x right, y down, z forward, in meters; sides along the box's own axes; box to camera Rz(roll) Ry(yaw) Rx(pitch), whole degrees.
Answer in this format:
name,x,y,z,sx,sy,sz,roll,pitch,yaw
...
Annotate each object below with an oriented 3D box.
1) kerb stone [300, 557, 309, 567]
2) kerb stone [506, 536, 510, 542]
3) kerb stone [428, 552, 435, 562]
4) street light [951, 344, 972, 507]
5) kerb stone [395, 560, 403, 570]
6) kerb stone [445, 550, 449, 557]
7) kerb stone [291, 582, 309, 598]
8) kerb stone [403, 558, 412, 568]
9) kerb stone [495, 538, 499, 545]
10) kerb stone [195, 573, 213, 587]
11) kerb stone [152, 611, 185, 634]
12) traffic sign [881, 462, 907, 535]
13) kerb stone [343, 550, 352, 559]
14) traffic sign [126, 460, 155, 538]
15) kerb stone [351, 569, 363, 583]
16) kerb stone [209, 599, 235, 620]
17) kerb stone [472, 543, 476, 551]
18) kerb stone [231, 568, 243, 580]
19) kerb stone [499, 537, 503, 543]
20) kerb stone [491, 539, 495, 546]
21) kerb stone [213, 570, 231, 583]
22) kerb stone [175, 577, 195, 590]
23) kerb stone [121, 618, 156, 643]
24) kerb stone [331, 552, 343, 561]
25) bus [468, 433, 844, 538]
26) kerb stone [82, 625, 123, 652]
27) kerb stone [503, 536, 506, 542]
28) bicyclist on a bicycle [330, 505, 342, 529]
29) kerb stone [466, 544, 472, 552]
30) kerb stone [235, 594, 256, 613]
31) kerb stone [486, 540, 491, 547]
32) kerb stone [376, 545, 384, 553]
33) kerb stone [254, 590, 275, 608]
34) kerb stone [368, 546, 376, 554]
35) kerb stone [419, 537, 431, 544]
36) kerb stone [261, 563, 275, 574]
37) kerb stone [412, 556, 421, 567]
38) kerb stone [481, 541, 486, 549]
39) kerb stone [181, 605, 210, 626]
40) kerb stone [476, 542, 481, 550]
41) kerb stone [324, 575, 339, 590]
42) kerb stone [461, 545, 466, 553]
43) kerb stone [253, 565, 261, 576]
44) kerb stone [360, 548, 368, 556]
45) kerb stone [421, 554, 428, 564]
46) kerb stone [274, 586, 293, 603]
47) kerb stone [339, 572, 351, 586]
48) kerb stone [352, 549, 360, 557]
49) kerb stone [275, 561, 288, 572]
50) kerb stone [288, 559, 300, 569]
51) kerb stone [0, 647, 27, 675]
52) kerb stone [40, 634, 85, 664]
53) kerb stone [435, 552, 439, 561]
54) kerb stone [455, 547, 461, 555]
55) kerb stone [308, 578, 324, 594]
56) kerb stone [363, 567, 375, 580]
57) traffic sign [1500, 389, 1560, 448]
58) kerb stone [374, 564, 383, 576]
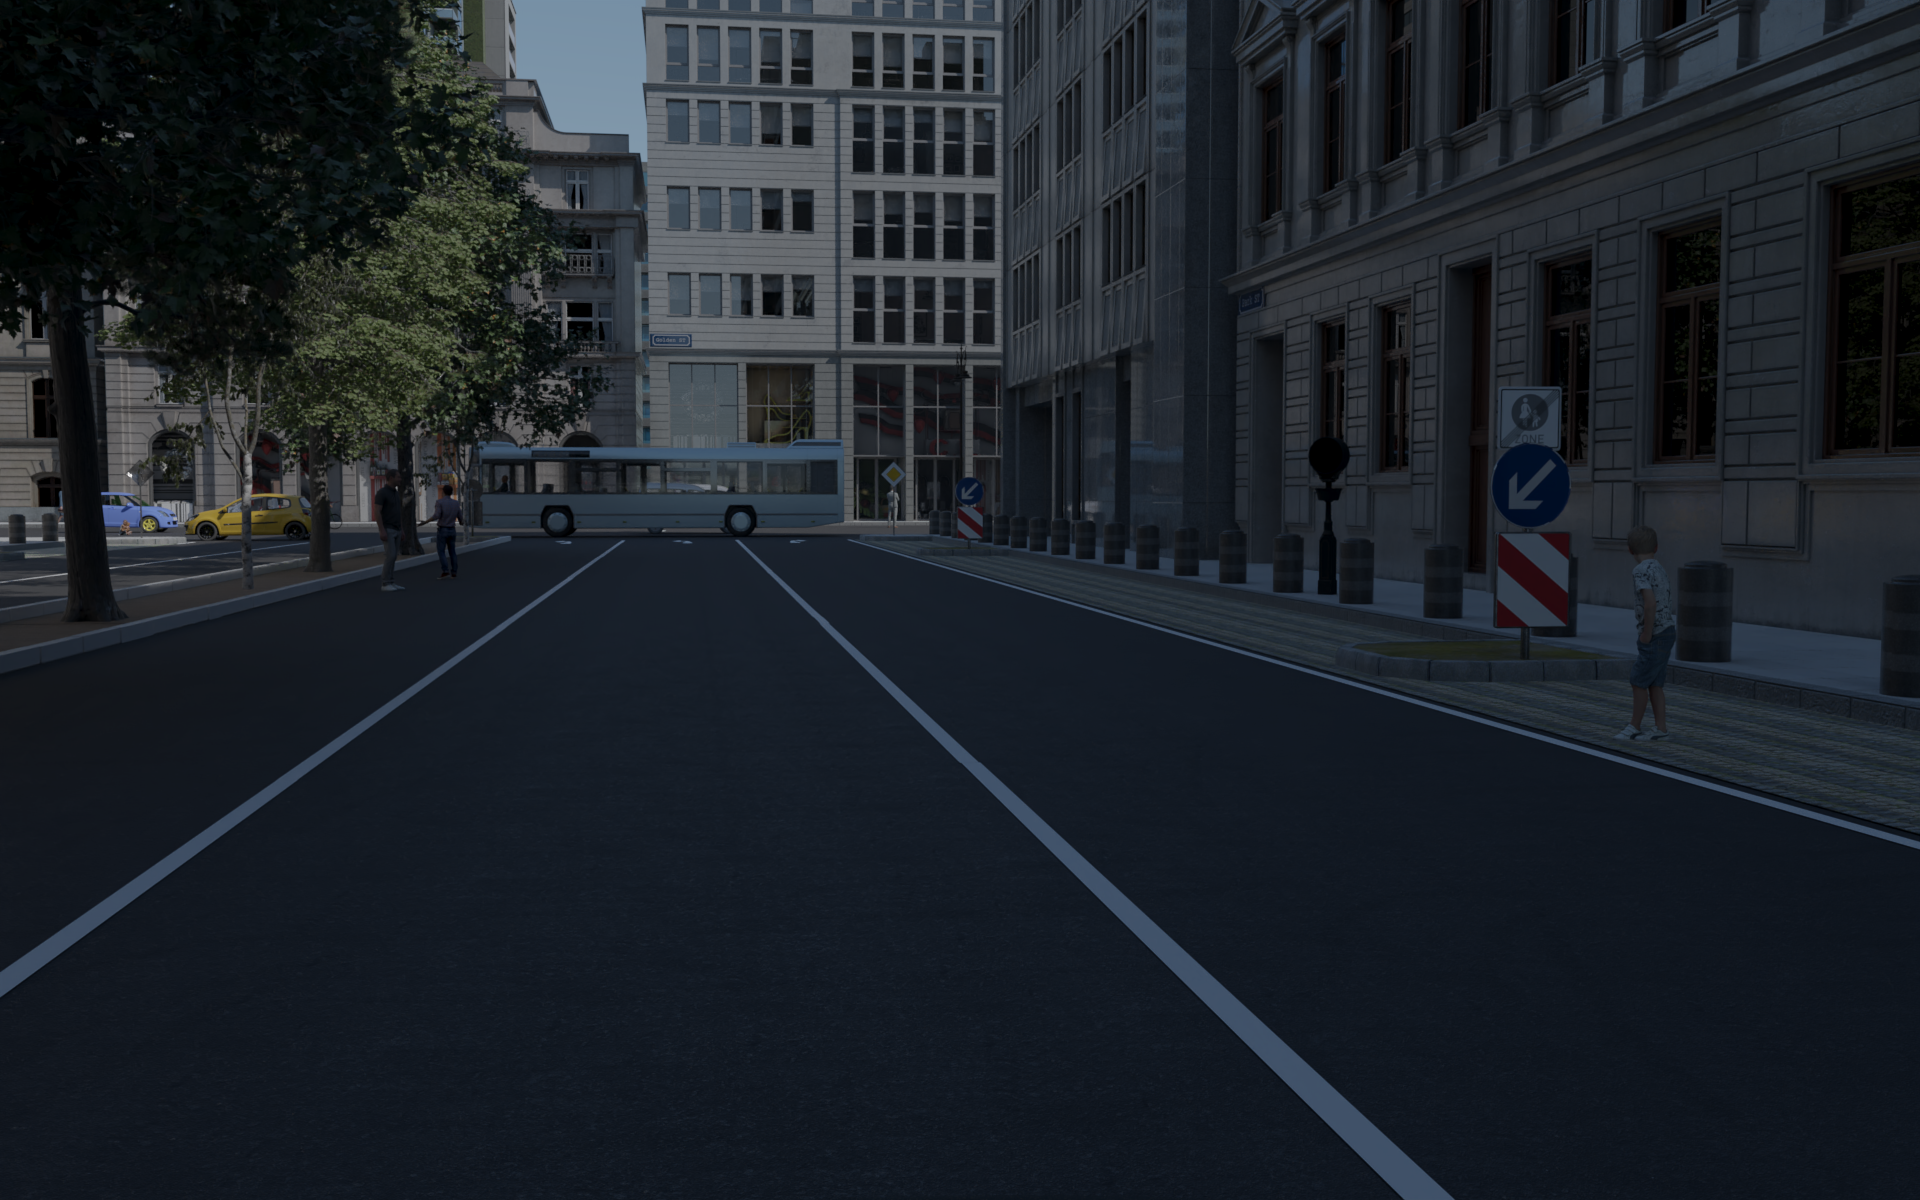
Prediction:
name,x,y,z,sx,sy,sz,roll,pitch,yaw
kerb stone,-12.986,-0.728,34.102,0.120,0.150,1.000,-1,4,-9
kerb stone,-13.611,-1.799,51.661,0.120,0.150,1.000,-1,4,-9
kerb stone,-11.227,-0.870,36.425,0.120,0.150,1.000,-1,4,-9
street light,0.040,-4.938,53.527,0.468,5.910,1.993,-1,4,-9
kerb stone,-10.595,-0.622,32.364,0.120,0.150,1.000,-1,4,-9
kerb stone,-11.544,-0.995,38.460,0.120,0.150,1.000,-1,4,-9
kerb stone,-9.323,-0.126,24.254,0.120,0.150,1.000,-1,4,-9
kerb stone,-10.748,-0.681,33.378,0.120,0.150,1.000,-1,4,-9
kerb stone,-13.130,-1.615,48.603,0.120,0.150,1.000,-1,4,-9
kerb stone,-11.875,-0.288,26.978,0.120,0.150,1.000,-1,4,-9
kerb stone,-8.366,0.247,18.160,0.120,0.150,1.000,-1,4,-9
traffic sign,-2.054,-3.059,53.661,0.795,2.450,0.064,-1,4,-9
kerb stone,-13.619,-0.976,38.158,0.120,0.150,1.000,-1,4,-9
traffic sign,-23.788,-2.853,50.292,0.795,2.450,0.064,-1,4,-9
kerb stone,-9.951,-0.374,28.307,0.120,0.150,1.000,-1,4,-9
kerb stone,-8.680,0.123,20.197,0.120,0.150,1.000,-1,4,-9
kerb stone,-12.340,-1.305,43.526,0.120,0.150,1.000,-1,4,-9
kerb stone,-12.193,-0.418,29.025,0.120,0.150,1.000,-1,4,-9
kerb stone,-13.290,-1.678,49.624,0.120,0.150,1.000,-1,4,-9
kerb stone,-12.972,-1.553,47.590,0.120,0.150,1.000,-1,4,-9
kerb stone,-12.030,-0.353,27.998,0.120,0.150,1.000,-1,4,-9
kerb stone,-11.713,-0.228,25.963,0.120,0.150,1.000,-1,4,-9
kerb stone,-8.195,0.310,17.134,0.120,0.150,1.000,-1,4,-9
kerb stone,-13.457,-0.914,37.145,0.120,0.150,1.000,-1,4,-9
bus,-10.602,-3.887,58.418,13.247,3.499,2.948,0,4,-8
kerb stone,-8.045,0.372,16.119,0.120,0.150,1.000,-1,4,-9
kerb stone,-13.453,-1.740,50.647,0.120,0.150,1.000,-1,4,-9
bicyclist on a bicycle,-25.890,-3.683,70.235,1.625,1.676,1.499,-1,4,-10
kerb stone,-12.177,-1.243,42.513,0.120,0.150,1.000,-1,4,-9
kerb stone,-8.845,0.062,21.212,0.120,0.150,1.000,-1,4,-9
kerb stone,-12.811,-1.487,46.575,0.120,0.150,1.000,-1,4,-9
kerb stone,-14.257,-1.226,42.237,0.120,0.150,1.000,-1,4,-9
kerb stone,-9.001,-0.002,22.225,0.120,0.150,1.000,-1,4,-9
kerb stone,-14.115,-1.157,41.212,0.120,0.150,1.000,-1,4,-9
kerb stone,-15.537,-1.723,50.378,0.120,0.150,1.000,-1,4,-9
kerb stone,-12.509,-0.539,31.051,0.120,0.150,1.000,-1,4,-9
kerb stone,-10.903,-0.745,34.399,0.120,0.150,1.000,-1,4,-9
kerb stone,-12.648,-1.429,45.559,0.120,0.150,1.000,-1,4,-9
kerb stone,-8.531,0.185,19.172,0.120,0.150,1.000,-1,4,-9
kerb stone,-12.496,-1.359,44.545,0.120,0.150,1.000,-1,4,-9
kerb stone,-9.629,-0.250,26.282,0.120,0.150,1.000,-1,4,-9
kerb stone,-12.024,-1.181,41.499,0.120,0.150,1.000,-1,4,-9
kerb stone,-12.346,-0.479,30.039,0.120,0.150,1.000,-1,4,-9
kerb stone,-13.946,-1.101,40.192,0.120,0.150,1.000,-1,4,-9
kerb stone,-11.064,-0.808,35.412,0.120,0.150,1.000,-1,4,-9
kerb stone,-9.160,-0.062,23.238,0.120,0.150,1.000,-1,4,-9
kerb stone,-9.797,-0.312,27.293,0.120,0.150,1.000,-1,4,-9
kerb stone,-13.786,-1.039,39.179,0.120,0.150,1.000,-1,4,-9
kerb stone,-12.668,-0.604,32.064,0.120,0.150,1.000,-1,4,-9
kerb stone,-12.831,-0.660,33.077,0.120,0.150,1.000,-1,4,-9
kerb stone,-7.730,0.497,14.077,0.120,0.150,1.000,-1,4,-9
kerb stone,-7.885,0.437,15.100,0.120,0.150,1.000,-1,4,-9
kerb stone,-11.382,-0.927,37.443,0.120,0.150,1.000,-1,4,-9
kerb stone,-11.857,-1.119,40.487,0.120,0.150,1.000,-1,4,-9
kerb stone,-9.480,-0.188,25.267,0.120,0.150,1.000,-1,4,-9
kerb stone,-10.102,-0.435,29.321,0.120,0.150,1.000,-1,4,-9
traffic sign,5.427,-0.884,16.590,0.606,2.300,0.079,0,4,-3
kerb stone,-10.271,-0.497,30.338,0.120,0.150,1.000,-1,4,-9
